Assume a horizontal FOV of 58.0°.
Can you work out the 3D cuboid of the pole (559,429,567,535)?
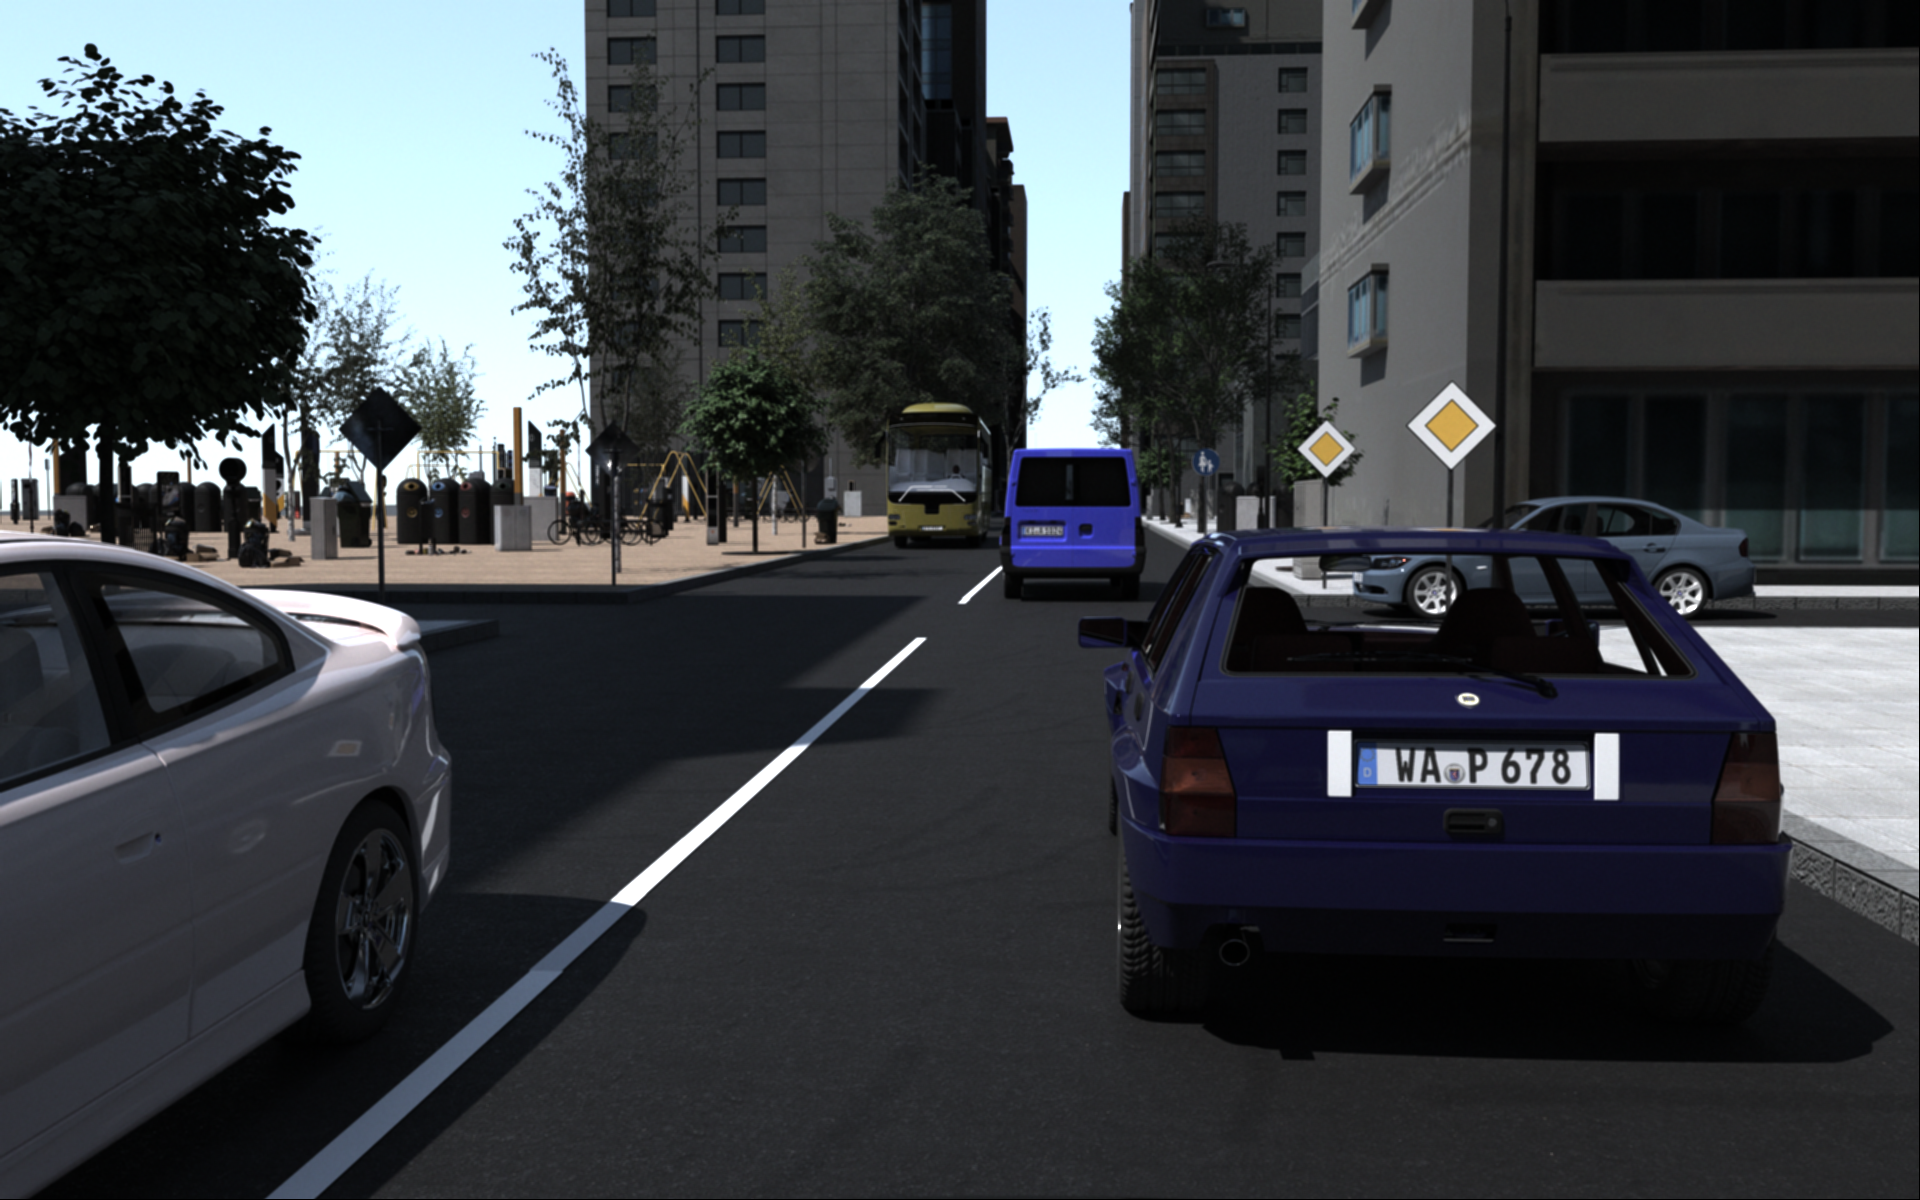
[{"bbox_3d":[-12.496,-3.709,54.489,0.158,3.312,0.155,0,3,0],"label":"pole"}]

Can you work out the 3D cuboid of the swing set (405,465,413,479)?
[{"bbox_3d":[-28.185,-5.845,93.192,2.862,2.851,3.119,3,5,42],"label":"swing set"}]

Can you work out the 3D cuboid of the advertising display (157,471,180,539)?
[{"bbox_3d":[-22.580,-2.705,49.435,0.123,1.923,0.974,0,4,5],"label":"advertising display"}]

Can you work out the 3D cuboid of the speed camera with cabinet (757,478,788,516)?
[{"bbox_3d":[-10.875,-6.439,99.609,2.038,3.252,0.660,-2,4,-31],"label":"speed camera with cabinet"}]

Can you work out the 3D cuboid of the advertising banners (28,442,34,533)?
[{"bbox_3d":[-21.514,-2.685,40.094,0.090,3.025,2.074,-2,4,-28],"label":"advertising banners"}]

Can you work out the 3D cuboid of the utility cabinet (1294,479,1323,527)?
[{"bbox_3d":[5.286,-1.084,26.406,0.318,1.500,1.173,0,4,4],"label":"utility cabinet"}]

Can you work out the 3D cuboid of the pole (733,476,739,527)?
[{"bbox_3d":[-8.692,-4.482,67.128,0.158,3.312,0.155,0,3,0],"label":"pole"}]

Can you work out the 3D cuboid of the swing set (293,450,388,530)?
[{"bbox_3d":[-22.258,-3.962,62.392,3.119,2.851,2.862,-1,4,-9],"label":"swing set"}]

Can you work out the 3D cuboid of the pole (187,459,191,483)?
[{"bbox_3d":[-42.584,-6.232,95.733,0.158,3.312,0.155,0,3,0],"label":"pole"}]

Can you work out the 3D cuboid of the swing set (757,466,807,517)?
[{"bbox_3d":[-10.038,-6.005,95.808,2.862,2.851,3.119,-1,4,-12],"label":"swing set"}]

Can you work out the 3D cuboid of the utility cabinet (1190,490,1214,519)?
[{"bbox_3d":[12.345,-4.866,88.236,1.173,1.500,0.318,2,4,24],"label":"utility cabinet"}]

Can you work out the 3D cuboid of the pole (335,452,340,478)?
[{"bbox_3d":[-29.307,-5.365,81.566,0.158,3.312,0.155,0,3,0],"label":"pole"}]

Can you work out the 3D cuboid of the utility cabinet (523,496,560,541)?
[{"bbox_3d":[-11.480,-2.210,47.298,1.020,1.237,0.306,0,4,1],"label":"utility cabinet"}]

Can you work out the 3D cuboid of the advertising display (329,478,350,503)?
[{"bbox_3d":[-24.484,-3.865,68.413,0.974,1.923,0.123,2,4,25],"label":"advertising display"}]

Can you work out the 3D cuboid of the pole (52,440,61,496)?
[{"bbox_3d":[-31.807,-4.107,60.999,0.158,3.312,0.155,0,3,0],"label":"pole"}]

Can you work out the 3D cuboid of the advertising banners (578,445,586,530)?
[{"bbox_3d":[-12.929,-3.848,59.100,0.090,3.025,2.074,0,4,-7],"label":"advertising banners"}]

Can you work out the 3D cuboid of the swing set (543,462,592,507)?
[{"bbox_3d":[-19.224,-5.298,84.249,2.862,2.851,3.119,0,4,-6],"label":"swing set"}]

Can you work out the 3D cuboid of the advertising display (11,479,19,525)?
[{"bbox_3d":[-39.927,-4.157,73.178,0.123,1.923,0.974,-3,4,-36],"label":"advertising display"}]

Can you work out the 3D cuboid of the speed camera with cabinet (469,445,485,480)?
[{"bbox_3d":[-19.588,-4.643,70.246,0.660,3.252,2.038,-1,4,-13],"label":"speed camera with cabinet"}]

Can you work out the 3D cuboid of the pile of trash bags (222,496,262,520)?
[{"bbox_3d":[-36.563,-4.676,86.198,3.447,1.369,1.912,-2,4,-29],"label":"pile of trash bags"}]

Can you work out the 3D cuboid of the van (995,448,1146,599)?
[{"bbox_3d":[1.601,-1.284,25.381,2.240,2.365,5.245,0,4,2],"label":"van"}]

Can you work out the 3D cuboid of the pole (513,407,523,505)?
[{"bbox_3d":[-10.365,-2.863,40.660,0.158,3.312,0.155,0,3,0],"label":"pole"}]

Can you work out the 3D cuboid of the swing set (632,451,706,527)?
[{"bbox_3d":[-10.474,-4.116,64.909,2.862,2.851,3.119,0,4,0],"label":"swing set"}]

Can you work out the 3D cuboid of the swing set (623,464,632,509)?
[{"bbox_3d":[-16.883,-5.736,91.407,3.119,2.851,2.862,1,4,8],"label":"swing set"}]

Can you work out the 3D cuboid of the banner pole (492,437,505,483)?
[{"bbox_3d":[-20.138,-5.238,75.651,0.401,3.779,0.863,2,4,25],"label":"banner pole"}]

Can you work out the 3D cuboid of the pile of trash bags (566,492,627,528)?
[{"bbox_3d":[-14.413,-3.508,67.112,1.912,1.369,3.447,-3,5,-44],"label":"pile of trash bags"}]

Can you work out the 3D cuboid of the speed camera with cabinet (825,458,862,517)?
[{"bbox_3d":[-6.448,-6.201,95.717,2.038,3.252,0.660,0,4,-5],"label":"speed camera with cabinet"}]

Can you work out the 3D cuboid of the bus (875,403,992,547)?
[{"bbox_3d":[-0.477,-3.595,50.329,2.896,3.916,12.252,0,4,2],"label":"bus"}]

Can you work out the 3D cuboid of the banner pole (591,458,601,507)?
[{"bbox_3d":[-18.660,-6.032,88.634,0.863,3.779,0.401,2,4,33],"label":"banner pole"}]

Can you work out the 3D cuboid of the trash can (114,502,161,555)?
[{"bbox_3d":[-14.278,-1.127,30.080,0.748,1.137,0.748,0,3,0],"label":"trash can"}]

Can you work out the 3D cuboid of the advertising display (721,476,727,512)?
[{"bbox_3d":[-8.637,-3.551,63.277,0.123,1.923,0.974,0,4,-3],"label":"advertising display"}]

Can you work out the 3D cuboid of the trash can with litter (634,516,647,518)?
[{"bbox_3d":[-16.624,-5.097,94.400,2.233,1.210,1.678,0,4,5],"label":"trash can with litter"}]

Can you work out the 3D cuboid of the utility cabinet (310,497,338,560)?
[{"bbox_3d":[-12.578,-1.414,34.278,0.306,1.237,1.020,0,4,-7],"label":"utility cabinet"}]

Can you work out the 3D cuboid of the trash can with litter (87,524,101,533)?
[{"bbox_3d":[-28.492,-2.828,57.618,1.055,1.170,0.624,0,4,-5],"label":"trash can with litter"}]

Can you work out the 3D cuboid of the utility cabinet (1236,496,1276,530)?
[{"bbox_3d":[8.003,-2.184,46.875,1.020,1.237,0.306,2,4,24],"label":"utility cabinet"}]

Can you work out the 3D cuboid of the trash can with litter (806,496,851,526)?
[{"bbox_3d":[-5.101,-3.574,69.499,1.678,1.210,2.233,-2,4,-25],"label":"trash can with litter"}]

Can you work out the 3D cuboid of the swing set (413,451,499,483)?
[{"bbox_3d":[-18.235,-4.027,63.457,3.119,2.851,2.862,-1,4,-16],"label":"swing set"}]

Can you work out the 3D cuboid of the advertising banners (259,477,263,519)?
[{"bbox_3d":[-33.707,-5.306,82.935,0.090,3.025,2.074,1,4,23],"label":"advertising banners"}]

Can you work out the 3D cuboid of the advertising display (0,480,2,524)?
[{"bbox_3d":[-42.045,-4.281,75.205,0.974,1.923,0.123,1,4,19],"label":"advertising display"}]

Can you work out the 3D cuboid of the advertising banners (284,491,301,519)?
[{"bbox_3d":[-34.324,-5.714,89.611,2.074,3.025,0.090,3,4,36],"label":"advertising banners"}]

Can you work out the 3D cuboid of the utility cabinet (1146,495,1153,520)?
[{"bbox_3d":[9.431,-4.587,86.153,0.306,1.237,1.020,1,4,8],"label":"utility cabinet"}]

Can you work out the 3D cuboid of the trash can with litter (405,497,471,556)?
[{"bbox_3d":[-11.125,-1.600,37.211,1.678,1.210,2.233,1,4,16],"label":"trash can with litter"}]

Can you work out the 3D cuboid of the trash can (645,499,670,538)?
[{"bbox_3d":[-8.833,-2.384,50.633,0.748,1.137,0.748,0,3,0],"label":"trash can"}]

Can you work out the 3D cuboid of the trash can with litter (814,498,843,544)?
[{"bbox_3d":[-3.406,-2.031,44.589,0.624,1.170,1.055,0,4,8],"label":"trash can with litter"}]

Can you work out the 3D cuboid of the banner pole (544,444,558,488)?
[{"bbox_3d":[-20.463,-5.901,86.492,0.863,3.779,0.401,-1,4,-22],"label":"banner pole"}]

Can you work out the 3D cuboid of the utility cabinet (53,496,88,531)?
[{"bbox_3d":[-30.671,-2.970,59.715,1.020,1.237,0.306,-1,4,-23],"label":"utility cabinet"}]
